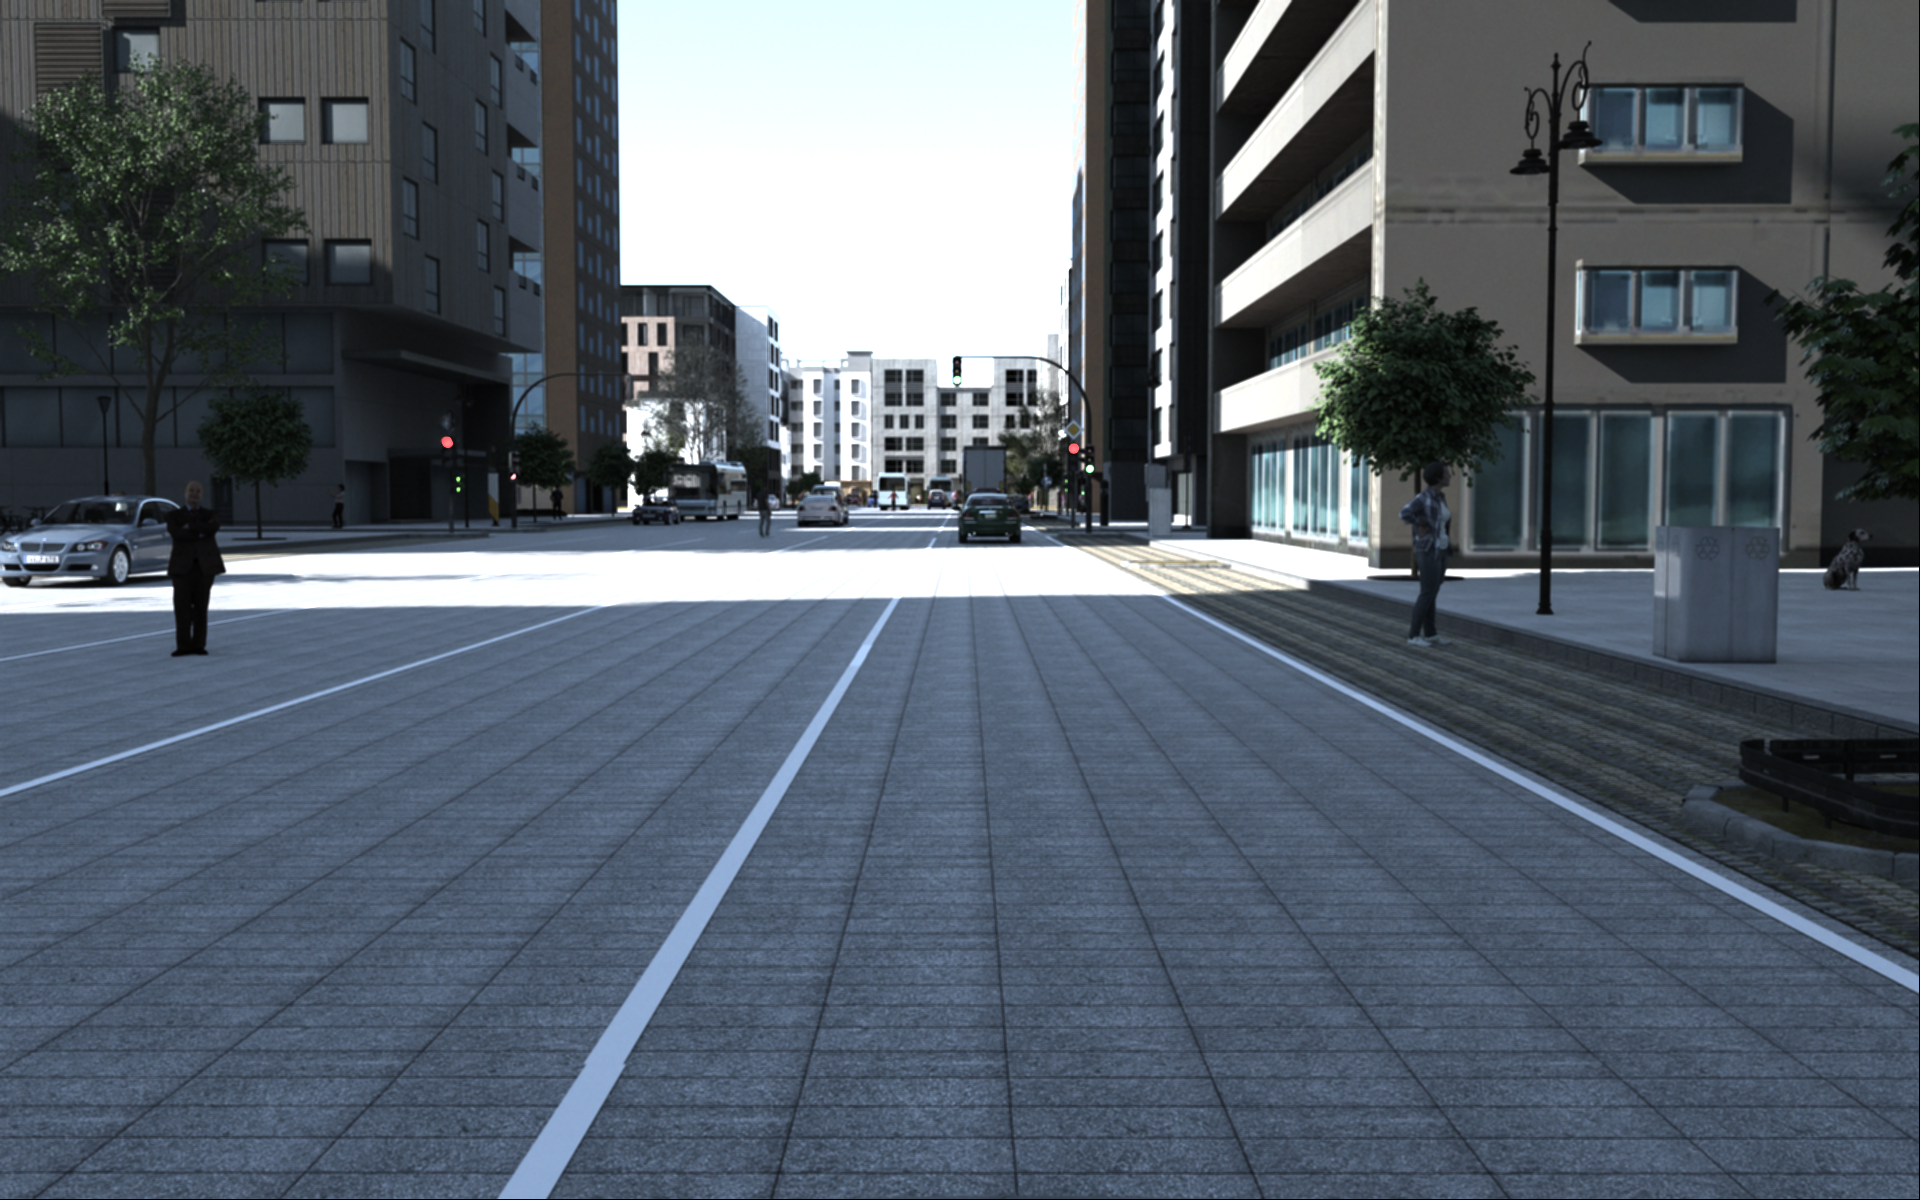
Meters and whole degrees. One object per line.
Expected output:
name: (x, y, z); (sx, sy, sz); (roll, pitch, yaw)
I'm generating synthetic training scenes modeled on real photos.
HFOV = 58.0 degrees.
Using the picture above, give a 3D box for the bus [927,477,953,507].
bus: (-2.186, -12.121, 193.030); (2.948, 3.499, 13.247); (0, 4, -1)

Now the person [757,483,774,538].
person: (-6.428, -2.967, 57.144); (0.434, 1.807, 0.598); (-2, 4, -34)

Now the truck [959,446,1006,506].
truck: (1.398, -7.169, 106.129); (2.839, 4.237, 11.283); (0, 4, -1)

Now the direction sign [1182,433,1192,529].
direction sign: (8.441, -4.427, 64.379); (0.379, 3.537, 0.876); (0, 4, -8)

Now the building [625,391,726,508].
building: (-25.316, -13.003, 154.749); (9.099, 9.664, 28.070); (0, 3, 0)

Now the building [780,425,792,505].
building: (-34.843, -16.375, 209.874); (28.070, 9.664, 9.099); (0, 3, 0)

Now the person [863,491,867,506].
person: (-11.595, -12.378, 210.975); (0.705, 1.812, 1.348); (1, 4, 15)

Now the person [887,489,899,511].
person: (-5.577, -8.334, 144.703); (0.705, 1.831, 1.348); (3, 5, 43)

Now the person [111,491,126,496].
person: (-19.489, -1.844, 40.110); (0.340, 1.345, 0.435); (0, 4, -7)

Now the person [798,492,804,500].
person: (-12.841, -7.984, 140.509); (0.593, 1.643, 0.415); (-3, 5, -41)

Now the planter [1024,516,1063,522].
planter: (4.307, -4.198, 89.782); (1.991, 0.319, 1.994); (0, 3, 0)

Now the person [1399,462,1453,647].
person: (4.442, -0.438, 16.392); (0.376, 1.734, 0.841); (3, 5, 39)

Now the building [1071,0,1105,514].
building: (14.996, -28.642, 118.409); (14.600, 45.320, 14.200); (0, 3, 0)

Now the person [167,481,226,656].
person: (-6.798, -0.285, 15.423); (0.482, 1.546, 0.388); (-2, 4, -24)

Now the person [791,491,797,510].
person: (-15.265, -9.186, 159.411); (0.721, 1.735, 1.217); (1, 4, 12)

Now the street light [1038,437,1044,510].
street light: (6.555, -10.205, 139.634); (0.468, 5.910, 1.993); (0, 3, 0)

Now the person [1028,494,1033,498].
person: (8.305, -12.320, 207.997); (0.750, 1.759, 0.617); (-3, 4, -38)

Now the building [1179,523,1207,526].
building: (15.521, -18.390, 72.373); (14.107, 30.474, 14.160); (0, 3, 0)

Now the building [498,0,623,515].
building: (-30.216, -28.221, 111.531); (14.600, 45.320, 14.200); (0, 3, 0)

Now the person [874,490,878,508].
person: (-8.580, -10.278, 176.512); (0.705, 1.831, 1.348); (-1, 4, -15)

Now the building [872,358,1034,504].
building: (4.301, -22.455, 233.598); (31.486, 18.905, 16.747); (0, 3, 0)

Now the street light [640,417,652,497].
street light: (-18.800, -8.010, 103.757); (0.468, 5.910, 1.993); (0, 3, 0)

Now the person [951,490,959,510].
person: (-0.464, -8.846, 153.004); (0.709, 1.838, 0.599); (0, 4, 1)

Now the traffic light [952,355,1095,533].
traffic light: (2.126, -5.029, 56.887); (4.771, 5.953, 1.251); (0, 3, 0)

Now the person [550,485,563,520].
person: (-19.998, -4.850, 86.052); (0.576, 1.737, 0.504); (-3, 5, -42)

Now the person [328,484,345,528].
person: (-23.285, -3.497, 64.684); (0.566, 1.644, 0.517); (0, 4, 4)

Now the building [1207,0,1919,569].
building: (17.825, -25.371, 38.524); (21.300, 48.544, 21.600); (0, 3, 0)

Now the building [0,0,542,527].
building: (-35.332, -29.955, 79.004); (28.713, 52.752, 27.495); (0, 3, 0)

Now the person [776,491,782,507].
person: (-18.476, -10.342, 176.612); (0.593, 1.643, 0.415); (0, 4, -5)

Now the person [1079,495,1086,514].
person: (7.690, -6.088, 108.820); (0.421, 1.427, 0.697); (-1, 4, -9)

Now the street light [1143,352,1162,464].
street light: (6.261, -5.116, 56.433); (0.468, 5.910, 1.993); (0, 3, 0)

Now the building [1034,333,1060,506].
building: (17.849, -20.327, 198.804); (16.747, 18.905, 31.486); (0, 3, 0)

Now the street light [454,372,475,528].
street light: (-18.826, -5.700, 65.977); (0.468, 5.910, 1.993); (0, 3, 0)

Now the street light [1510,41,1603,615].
street light: (6.245, -2.785, 18.319); (0.468, 5.910, 1.993); (0, 3, 0)

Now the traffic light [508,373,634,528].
traffic light: (-14.657, -5.529, 65.064); (4.771, 5.953, 1.251); (0, 3, 0)

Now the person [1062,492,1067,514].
person: (6.963, -6.421, 114.266); (0.776, 1.435, 0.726); (0, 4, -8)

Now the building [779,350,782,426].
building: (-29.157, -23.097, 234.061); (11.380, 20.091, 16.016); (0, 3, 0)

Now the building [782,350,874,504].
building: (-17.130, -23.110, 234.262); (11.380, 20.091, 16.016); (0, 3, 0)

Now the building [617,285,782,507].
building: (-34.756, -20.883, 185.404); (27.936, 21.610, 32.646); (0, 3, 0)

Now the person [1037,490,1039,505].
person: (8.917, -11.771, 199.036); (0.617, 1.759, 0.750); (-2, 4, -32)

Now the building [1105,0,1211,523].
building: (14.394, -19.500, 90.534); (14.160, 30.474, 14.107); (0, 3, 0)

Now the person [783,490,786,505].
person: (-19.622, -11.448, 194.141); (0.530, 1.710, 0.541); (0, 4, 4)

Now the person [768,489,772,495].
person: (-20.072, -10.802, 182.746); (0.705, 1.812, 1.348); (-2, 4, -28)

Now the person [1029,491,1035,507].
person: (6.826, -9.912, 168.827); (1.217, 1.743, 0.721); (3, 5, 44)

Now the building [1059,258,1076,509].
building: (23.335, -19.718, 166.361); (27.936, 21.610, 32.646); (0, 3, 0)

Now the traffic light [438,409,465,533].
traffic light: (-16.764, -4.167, 57.047); (0.839, 4.253, 0.868); (0, 3, 0)

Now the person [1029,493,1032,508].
person: (6.340, -9.056, 157.324); (0.599, 1.433, 0.991); (1, 4, 11)

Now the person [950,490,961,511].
person: (-0.371, -8.522, 148.560); (1.217, 1.743, 0.721); (-3, 4, -38)

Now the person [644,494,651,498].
person: (-21.638, -6.905, 119.601); (0.621, 1.740, 0.551); (2, 4, 31)

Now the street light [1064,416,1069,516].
street light: (6.284, -7.835, 100.883); (0.468, 5.910, 1.993); (0, 3, 0)

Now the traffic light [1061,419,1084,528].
traffic light: (4.233, -4.654, 65.009); (0.839, 4.253, 0.868); (0, 3, 0)

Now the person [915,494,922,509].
person: (-3.995, -9.535, 167.578); (0.799, 1.438, 0.628); (0, 4, 8)

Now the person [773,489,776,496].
person: (-18.865, -10.491, 178.025); (0.568, 1.767, 0.683); (1, 4, 22)
